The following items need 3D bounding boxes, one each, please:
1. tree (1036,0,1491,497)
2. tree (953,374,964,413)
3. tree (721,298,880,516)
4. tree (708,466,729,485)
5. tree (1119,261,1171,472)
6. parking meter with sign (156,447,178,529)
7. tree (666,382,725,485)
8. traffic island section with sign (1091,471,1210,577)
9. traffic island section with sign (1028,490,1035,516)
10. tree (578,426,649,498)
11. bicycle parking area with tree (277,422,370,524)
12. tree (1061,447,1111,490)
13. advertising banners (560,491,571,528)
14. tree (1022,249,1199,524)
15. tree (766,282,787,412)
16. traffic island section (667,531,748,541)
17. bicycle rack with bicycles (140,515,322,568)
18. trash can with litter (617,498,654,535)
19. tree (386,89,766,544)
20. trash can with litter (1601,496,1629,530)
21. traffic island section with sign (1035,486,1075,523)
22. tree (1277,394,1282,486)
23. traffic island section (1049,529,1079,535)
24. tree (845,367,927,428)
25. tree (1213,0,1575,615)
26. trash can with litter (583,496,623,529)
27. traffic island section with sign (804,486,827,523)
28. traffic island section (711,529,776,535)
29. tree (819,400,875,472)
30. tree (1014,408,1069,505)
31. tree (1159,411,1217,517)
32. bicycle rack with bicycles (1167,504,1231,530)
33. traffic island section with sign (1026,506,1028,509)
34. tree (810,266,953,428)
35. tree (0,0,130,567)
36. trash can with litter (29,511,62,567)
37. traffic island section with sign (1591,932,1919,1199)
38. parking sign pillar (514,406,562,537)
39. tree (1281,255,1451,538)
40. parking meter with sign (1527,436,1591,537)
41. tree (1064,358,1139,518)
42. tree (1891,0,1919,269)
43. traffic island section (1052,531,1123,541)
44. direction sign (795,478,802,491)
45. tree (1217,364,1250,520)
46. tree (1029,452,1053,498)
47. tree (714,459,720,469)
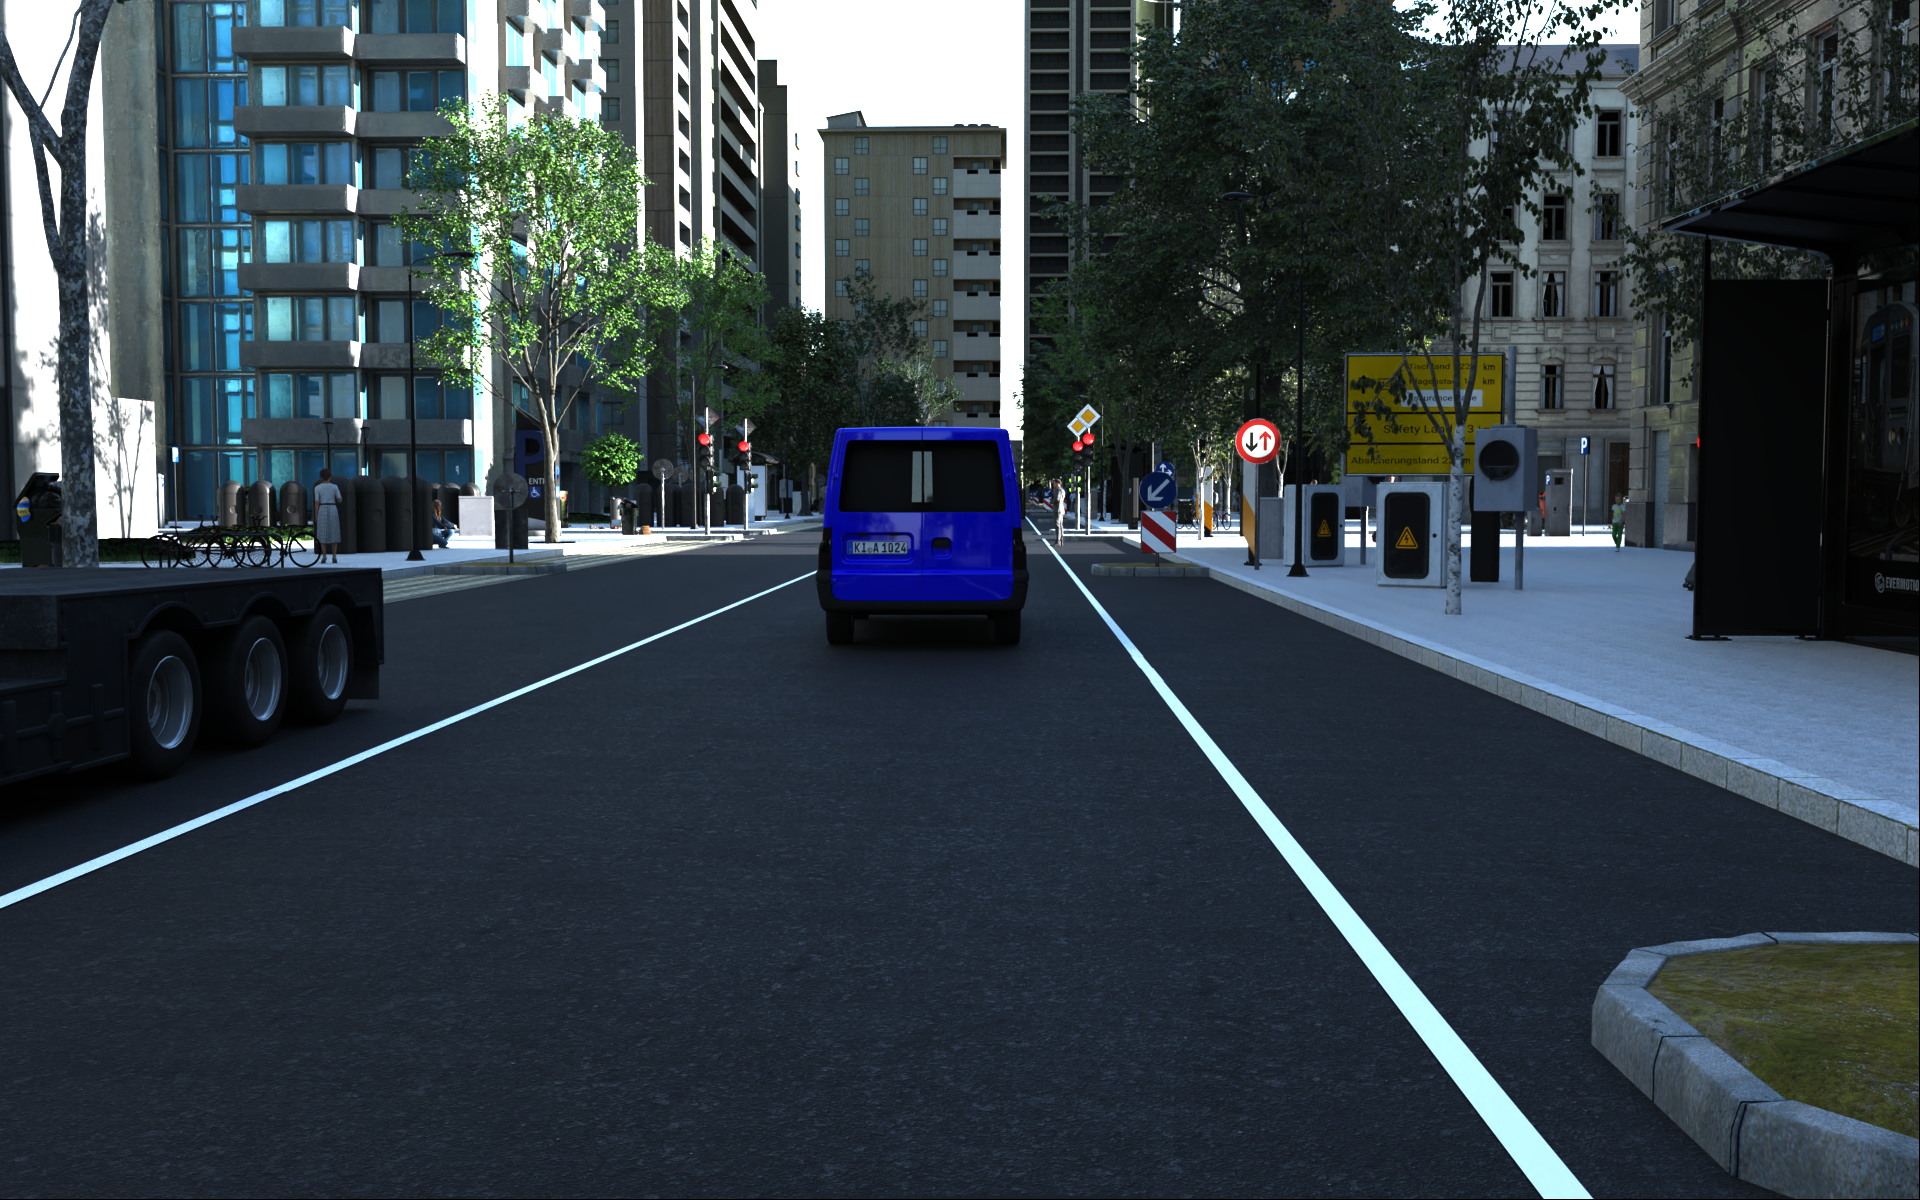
[{"bbox_3d":[6.667,-8.048,38.232,9.857,13.997,8.962,0,3,0],"label":"tree"},{"bbox_3d":[-4.724,-21.936,214.545,12.611,20.169,13.585,0,3,0],"label":"tree"},{"bbox_3d":[-9.216,-11.283,101.491,9.611,12.733,9.660,0,3,0],"label":"tree"},{"bbox_3d":[-16.366,-7.546,117.976,1.663,3.219,1.824,0,3,0],"label":"tree"},{"bbox_3d":[6.533,-5.976,48.072,4.360,8.622,3.978,0,3,0],"label":"tree"},{"bbox_3d":[-30.092,-4.176,64.542,1.738,3.016,0.543,0,4,-3],"label":"parking meter with sign"},{"bbox_3d":[-17.081,-9.819,110.897,4.360,8.622,3.978,0,3,0],"label":"tree"},{"bbox_3d":[3.369,-1.367,30.977,1.989,1.847,2.006,0,4,2],"label":"traffic island section with sign"},{"bbox_3d":[5.673,-6.481,114.591,1.989,1.847,2.006,0,4,2],"label":"traffic island section with sign"},{"bbox_3d":[-16.841,-6.138,84.073,4.285,4.588,4.351,0,3,0],"label":"tree"},{"bbox_3d":[-25.470,-5.180,71.695,9.016,4.147,8.231,1,4,10],"label":"bicycle parking area with tree"},{"bbox_3d":[7.328,-7.125,100.206,4.285,4.588,4.351,0,3,0],"label":"tree"},{"bbox_3d":[-15.461,-4.186,64.628,0.090,3.025,2.074,3,5,45],"label":"advertising banners"},{"bbox_3d":[6.999,-9.091,74.389,9.928,11.665,9.643,0,3,0],"label":"tree"},{"bbox_3d":[-10.789,-8.829,70.115,9.928,11.665,9.643,0,3,0],"label":"tree"},{"bbox_3d":[-7.941,-1.958,54.286,2.009,0.180,2.903,0,4,2],"label":"traffic island section"},{"bbox_3d":[-12.500,-0.998,29.706,2.925,0.926,2.852,-2,4,-28],"label":"bicycle rack with bicycles"},{"bbox_3d":[-10.210,-2.634,54.456,1.055,1.170,0.624,-3,4,-38],"label":"trash can with litter"},{"bbox_3d":[-10.724,-7.286,44.875,9.928,11.665,9.643,0,3,0],"label":"tree"},{"bbox_3d":[24.026,-3.194,63.272,2.233,1.210,1.678,-3,5,-41],"label":"trash can with litter"},{"bbox_3d":[4.914,-4.790,86.942,1.989,1.847,2.006,0,4,2],"label":"traffic island section with sign"},{"bbox_3d":[15.481,-7.400,71.357,4.737,8.622,4.395,0,3,0],"label":"tree"},{"bbox_3d":[4.215,-2.425,61.936,2.009,0.180,2.903,0,4,2],"label":"traffic island section"},{"bbox_3d":[-7.603,-16.401,174.809,9.857,13.997,8.962,0,3,0],"label":"tree"},{"bbox_3d":[5.156,-4.165,18.457,4.360,8.622,3.978,0,3,0],"label":"tree"},{"bbox_3d":[-13.000,-3.211,63.556,2.233,1.210,1.678,-3,5,-43],"label":"trash can with litter"},{"bbox_3d":[-6.721,-4.784,86.854,1.989,1.847,2.006,0,4,2],"label":"traffic island section with sign"},{"bbox_3d":[-7.721,-2.446,62.269,2.009,0.180,2.903,0,4,2],"label":"traffic island section"},{"bbox_3d":[-8.156,-11.131,132.354,4.737,8.622,4.395,0,3,0],"label":"tree"},{"bbox_3d":[10.801,-17.798,208.004,9.611,12.733,9.660,0,3,0],"label":"tree"},{"bbox_3d":[13.021,-8.237,85.044,4.737,8.622,4.395,0,3,0],"label":"tree"},{"bbox_3d":[8.158,-2.987,62.216,2.852,0.926,2.925,-1,4,-13],"label":"bicycle rack with bicycles"},{"bbox_3d":[7.021,-9.484,163.691,1.989,1.847,2.006,0,4,2],"label":"traffic island section with sign"},{"bbox_3d":[-8.499,-17.808,147.053,12.611,20.169,13.585,0,3,0],"label":"tree"},{"bbox_3d":[-12.509,-10.147,21.787,12.611,20.169,13.585,0,3,0],"label":"tree"},{"bbox_3d":[-12.596,-0.772,24.014,1.055,1.170,0.624,0,4,-1],"label":"trash can with litter"},{"bbox_3d":[2.628,0.282,4.011,1.989,1.847,2.006,0,4,2],"label":"traffic island section with sign"},{"bbox_3d":[-12.887,-3.930,52.734,1.447,3.967,1.447,0,4,5],"label":"parking sign pillar"},{"bbox_3d":[12.075,-6.116,50.354,4.737,8.622,4.395,0,3,0],"label":"tree"},{"bbox_3d":[18.113,-3.437,52.463,1.738,3.016,0.543,0,4,-4],"label":"parking meter with sign"},{"bbox_3d":[7.729,-8.725,93.012,4.737,8.622,4.395,0,3,0],"label":"tree"},{"bbox_3d":[10.633,-4.207,19.141,4.360,8.622,3.978,0,3,0],"label":"tree"},{"bbox_3d":[3.995,-1.937,53.954,2.009,0.180,2.903,0,4,2],"label":"traffic island section"},{"bbox_3d":[-10.417,-7.338,111.975,0.379,3.537,0.876,2,4,24],"label":"direction sign"},{"bbox_3d":[14.223,-7.764,77.298,4.737,8.622,4.395,0,3,0],"label":"tree"},{"bbox_3d":[10.143,-14.984,195.347,4.737,8.622,4.395,0,3,0],"label":"tree"},{"bbox_3d":[-20.105,-9.281,135.451,4.285,4.588,4.351,0,3,0],"label":"tree"}]
